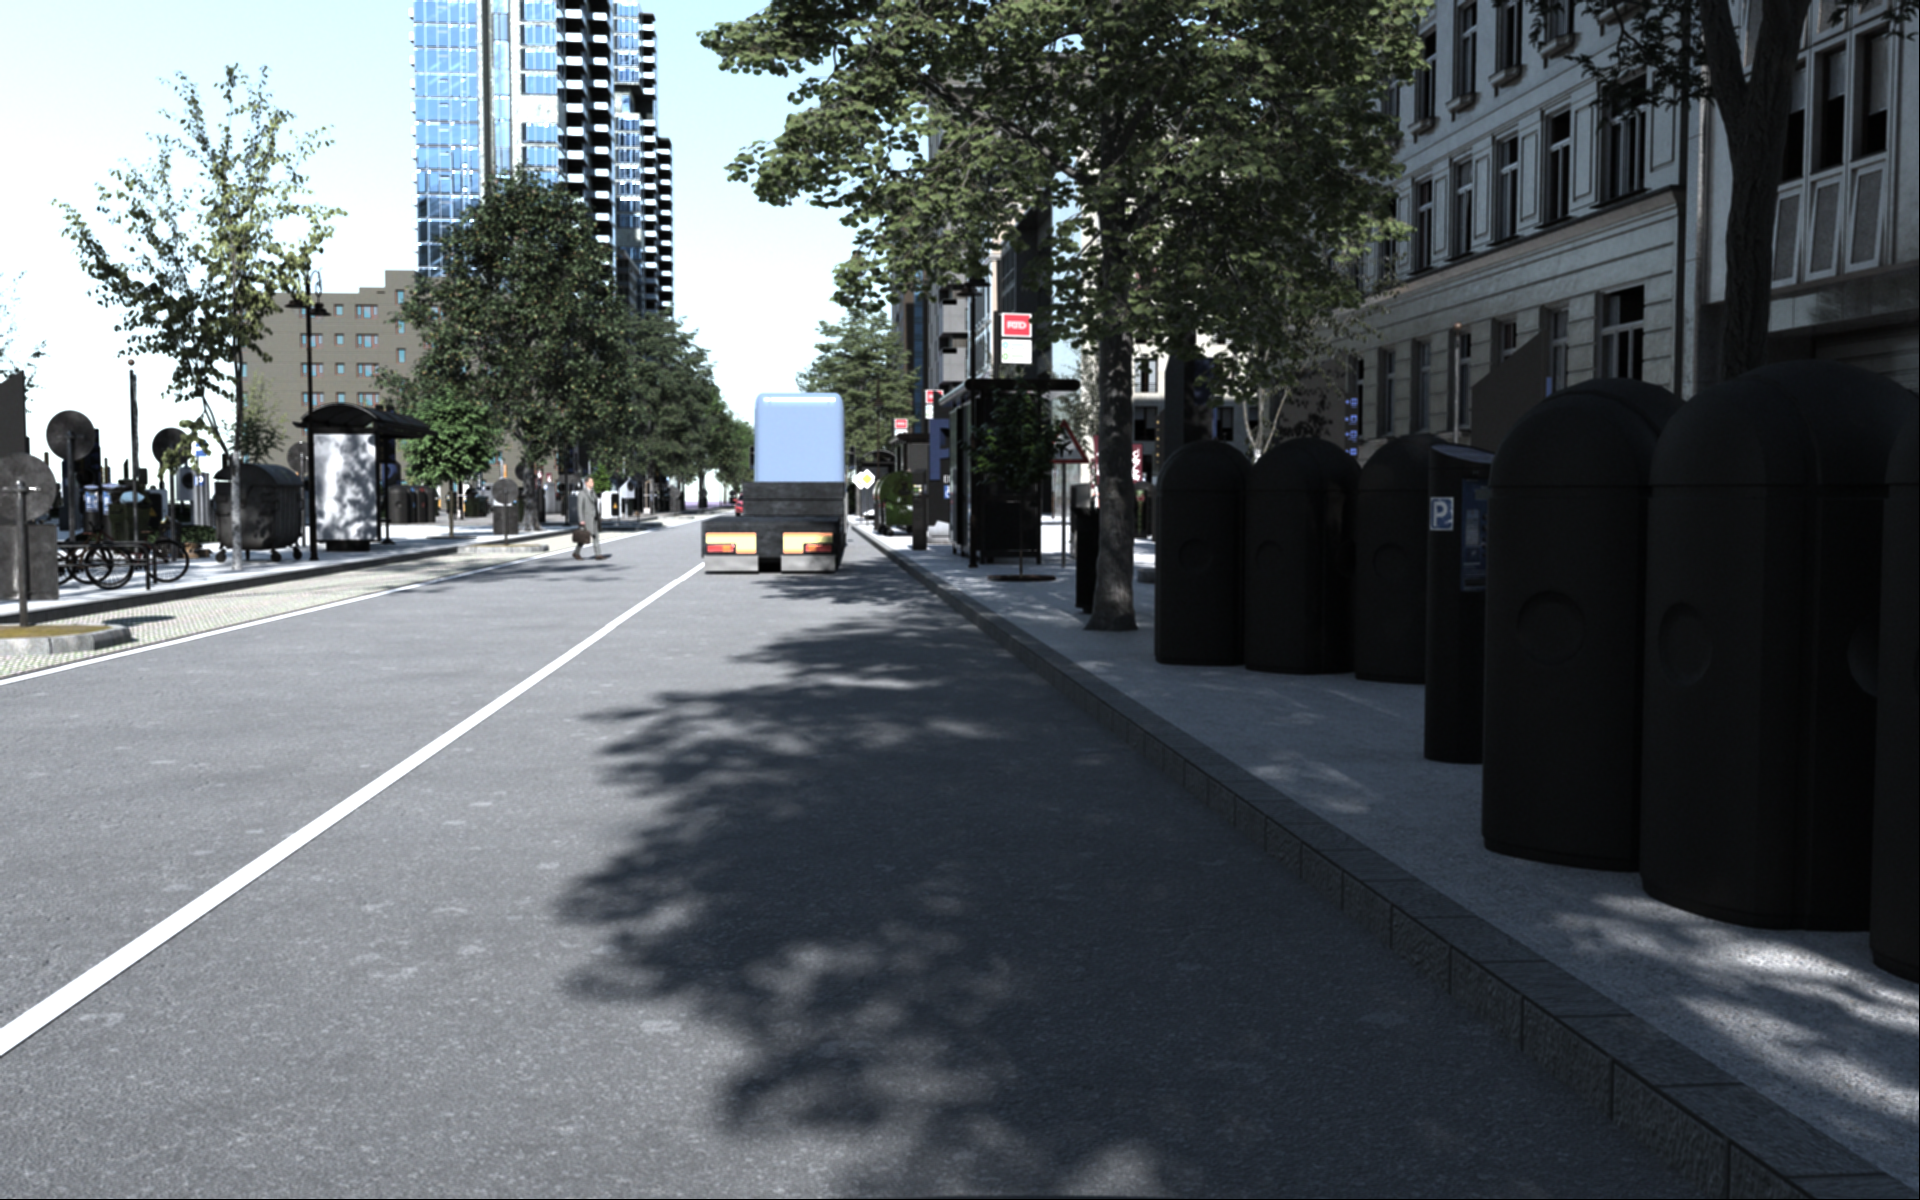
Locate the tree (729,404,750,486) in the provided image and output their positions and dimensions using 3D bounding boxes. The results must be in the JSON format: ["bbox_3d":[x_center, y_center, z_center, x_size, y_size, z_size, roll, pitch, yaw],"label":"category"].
[{"bbox_3d":[-24.987,-15.236,166.115,9.611,12.733,9.660,0,3,0],"label":"tree"}]

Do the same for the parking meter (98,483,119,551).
[{"bbox_3d":[-19.265,-1.890,39.316,0.372,1.533,0.369,0,3,0],"label":"parking meter"}]

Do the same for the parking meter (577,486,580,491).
[{"bbox_3d":[-28.930,-7.708,131.743,0.399,1.863,0.255,-3,5,-45],"label":"parking meter"}]

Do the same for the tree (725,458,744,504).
[{"bbox_3d":[-30.374,-16.940,227.325,4.360,8.622,3.978,0,3,0],"label":"tree"}]

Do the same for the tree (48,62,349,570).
[{"bbox_3d":[-12.509,-4.819,29.149,4.737,8.622,4.395,0,3,0],"label":"tree"}]

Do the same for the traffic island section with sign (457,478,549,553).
[{"bbox_3d":[-11.269,-2.095,42.876,1.989,1.847,2.006,0,4,-5],"label":"traffic island section with sign"}]

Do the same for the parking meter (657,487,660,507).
[{"bbox_3d":[-25.722,-8.709,148.096,0.255,1.863,0.399,0,4,1],"label":"parking meter"}]

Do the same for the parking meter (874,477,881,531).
[{"bbox_3d":[-2.804,-3.371,60.820,0.399,1.863,0.255,-1,4,-14],"label":"parking meter"}]

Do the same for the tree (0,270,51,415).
[{"bbox_3d":[-30.037,-6.262,52.754,4.360,8.622,3.978,0,3,0],"label":"tree"}]

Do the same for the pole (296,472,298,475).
[{"bbox_3d":[-50.341,-8.427,131.630,0.158,3.312,0.155,0,3,0],"label":"pole"}]

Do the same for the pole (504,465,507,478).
[{"bbox_3d":[-31.361,-7.689,119.552,0.158,3.312,0.155,0,3,0],"label":"pole"}]

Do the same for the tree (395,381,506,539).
[{"bbox_3d":[-14.933,-4.080,50.420,4.285,4.588,4.351,0,3,0],"label":"tree"}]

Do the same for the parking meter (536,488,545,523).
[{"bbox_3d":[-18.836,-4.247,77.849,0.372,1.533,0.369,0,3,0],"label":"parking meter"}]

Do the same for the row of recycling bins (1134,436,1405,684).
[{"bbox_3d":[2.902,-0.321,12.355,3.534,1.692,1.069,3,5,40],"label":"row of recycling bins"}]

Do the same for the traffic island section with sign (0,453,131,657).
[{"bbox_3d":[-8.900,-0.452,16.025,1.989,1.847,2.006,0,4,-5],"label":"traffic island section with sign"}]

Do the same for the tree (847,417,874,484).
[{"bbox_3d":[-7.544,-11.115,132.086,4.737,8.622,4.395,0,3,0],"label":"tree"}]

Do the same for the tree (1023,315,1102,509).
[{"bbox_3d":[5.199,-7.235,68.647,4.360,8.622,3.978,0,3,0],"label":"tree"}]

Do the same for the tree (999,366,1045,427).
[{"bbox_3d":[2.808,-9.184,100.518,4.737,8.622,4.395,0,3,0],"label":"tree"}]

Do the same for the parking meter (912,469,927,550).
[{"bbox_3d":[-0.926,-2.079,39.711,0.255,1.863,0.399,1,4,15],"label":"parking meter"}]

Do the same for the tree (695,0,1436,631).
[{"bbox_3d":[1.358,-6.015,16.466,7.486,12.596,7.792,0,3,0],"label":"tree"}]

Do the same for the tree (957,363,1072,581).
[{"bbox_3d":[0.779,-1.910,25.825,1.663,3.219,1.824,0,3,0],"label":"tree"}]

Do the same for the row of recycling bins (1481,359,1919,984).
[{"bbox_3d":[2.818,0.131,4.970,1.069,1.692,3.534,-1,4,-23],"label":"row of recycling bins"}]

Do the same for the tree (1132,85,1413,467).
[{"bbox_3d":[5.254,-4.816,29.107,4.360,8.622,3.978,0,3,0],"label":"tree"}]

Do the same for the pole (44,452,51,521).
[{"bbox_3d":[-44.084,-5.494,83.663,0.158,3.312,0.155,0,3,0],"label":"pole"}]

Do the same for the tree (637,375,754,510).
[{"bbox_3d":[-23.221,-13.324,143.606,9.928,11.665,9.643,0,3,0],"label":"tree"}]

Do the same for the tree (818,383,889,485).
[{"bbox_3d":[-11.102,-15.964,171.382,12.009,13.543,11.850,0,3,0],"label":"tree"}]

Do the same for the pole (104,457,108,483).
[{"bbox_3d":[-47.552,-6.280,96.522,0.158,3.312,0.155,0,3,0],"label":"pole"}]

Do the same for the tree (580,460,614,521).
[{"bbox_3d":[-17.352,-5.472,84.061,1.663,3.219,1.824,0,3,0],"label":"tree"}]

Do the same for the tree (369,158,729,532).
[{"bbox_3d":[-14.900,-8.710,59.414,9.611,12.733,9.660,0,3,0],"label":"tree"}]

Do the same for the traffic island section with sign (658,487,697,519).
[{"bbox_3d":[-16.279,-5.546,99.307,1.989,1.847,2.006,0,4,-5],"label":"traffic island section with sign"}]

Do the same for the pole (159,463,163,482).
[{"bbox_3d":[-47.250,-6.647,102.519,0.158,3.312,0.155,0,3,0],"label":"pole"}]

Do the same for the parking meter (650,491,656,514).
[{"bbox_3d":[-19.714,-6.212,109.970,0.372,1.533,0.369,0,3,0],"label":"parking meter"}]

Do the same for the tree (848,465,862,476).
[{"bbox_3d":[-18.095,-19.727,248.297,9.928,11.665,9.643,0,3,0],"label":"tree"}]

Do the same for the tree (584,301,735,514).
[{"bbox_3d":[-20.406,-12.638,113.284,9.857,13.997,8.962,0,3,0],"label":"tree"}]

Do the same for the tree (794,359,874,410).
[{"bbox_3d":[-14.065,-22.166,218.307,12.611,20.169,13.585,0,3,0],"label":"tree"}]

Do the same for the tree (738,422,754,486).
[{"bbox_3d":[-37.572,-24.571,308.396,9.857,13.997,8.962,0,3,0],"label":"tree"}]

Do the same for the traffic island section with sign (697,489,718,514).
[{"bbox_3d":[-18.658,-7.188,126.158,1.989,1.847,2.006,0,4,-5],"label":"traffic island section with sign"}]

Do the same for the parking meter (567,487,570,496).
[{"bbox_3d":[-32.314,-8.369,142.544,0.399,1.863,0.255,3,5,45],"label":"parking meter"}]

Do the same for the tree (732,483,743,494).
[{"bbox_3d":[-33.351,-16.165,258.899,1.663,3.219,1.824,0,3,0],"label":"tree"}]

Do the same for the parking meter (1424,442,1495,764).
[{"bbox_3d":[2.443,0.003,8.357,0.372,1.533,0.369,0,3,0],"label":"parking meter"}]

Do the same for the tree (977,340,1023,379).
[{"bbox_3d":[1.816,-7.905,79.616,4.360,8.622,3.978,0,3,0],"label":"tree"}]

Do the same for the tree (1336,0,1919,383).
[{"bbox_3d":[2.918,-4.421,6.704,7.601,10.594,8.767,-3,5,-40],"label":"tree"}]

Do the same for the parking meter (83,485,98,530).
[{"bbox_3d":[-23.250,-2.323,46.391,0.372,1.533,0.369,0,3,0],"label":"parking meter"}]

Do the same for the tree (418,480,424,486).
[{"bbox_3d":[-37.712,-10.455,121.301,4.737,8.622,4.395,0,3,0],"label":"tree"}]

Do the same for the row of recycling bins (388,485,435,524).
[{"bbox_3d":[-24.254,-4.243,76.483,1.069,1.692,3.534,1,4,8],"label":"row of recycling bins"}]

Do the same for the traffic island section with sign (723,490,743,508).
[{"bbox_3d":[-23.100,-10.260,176.378,1.989,1.847,2.006,0,4,-5],"label":"traffic island section with sign"}]
